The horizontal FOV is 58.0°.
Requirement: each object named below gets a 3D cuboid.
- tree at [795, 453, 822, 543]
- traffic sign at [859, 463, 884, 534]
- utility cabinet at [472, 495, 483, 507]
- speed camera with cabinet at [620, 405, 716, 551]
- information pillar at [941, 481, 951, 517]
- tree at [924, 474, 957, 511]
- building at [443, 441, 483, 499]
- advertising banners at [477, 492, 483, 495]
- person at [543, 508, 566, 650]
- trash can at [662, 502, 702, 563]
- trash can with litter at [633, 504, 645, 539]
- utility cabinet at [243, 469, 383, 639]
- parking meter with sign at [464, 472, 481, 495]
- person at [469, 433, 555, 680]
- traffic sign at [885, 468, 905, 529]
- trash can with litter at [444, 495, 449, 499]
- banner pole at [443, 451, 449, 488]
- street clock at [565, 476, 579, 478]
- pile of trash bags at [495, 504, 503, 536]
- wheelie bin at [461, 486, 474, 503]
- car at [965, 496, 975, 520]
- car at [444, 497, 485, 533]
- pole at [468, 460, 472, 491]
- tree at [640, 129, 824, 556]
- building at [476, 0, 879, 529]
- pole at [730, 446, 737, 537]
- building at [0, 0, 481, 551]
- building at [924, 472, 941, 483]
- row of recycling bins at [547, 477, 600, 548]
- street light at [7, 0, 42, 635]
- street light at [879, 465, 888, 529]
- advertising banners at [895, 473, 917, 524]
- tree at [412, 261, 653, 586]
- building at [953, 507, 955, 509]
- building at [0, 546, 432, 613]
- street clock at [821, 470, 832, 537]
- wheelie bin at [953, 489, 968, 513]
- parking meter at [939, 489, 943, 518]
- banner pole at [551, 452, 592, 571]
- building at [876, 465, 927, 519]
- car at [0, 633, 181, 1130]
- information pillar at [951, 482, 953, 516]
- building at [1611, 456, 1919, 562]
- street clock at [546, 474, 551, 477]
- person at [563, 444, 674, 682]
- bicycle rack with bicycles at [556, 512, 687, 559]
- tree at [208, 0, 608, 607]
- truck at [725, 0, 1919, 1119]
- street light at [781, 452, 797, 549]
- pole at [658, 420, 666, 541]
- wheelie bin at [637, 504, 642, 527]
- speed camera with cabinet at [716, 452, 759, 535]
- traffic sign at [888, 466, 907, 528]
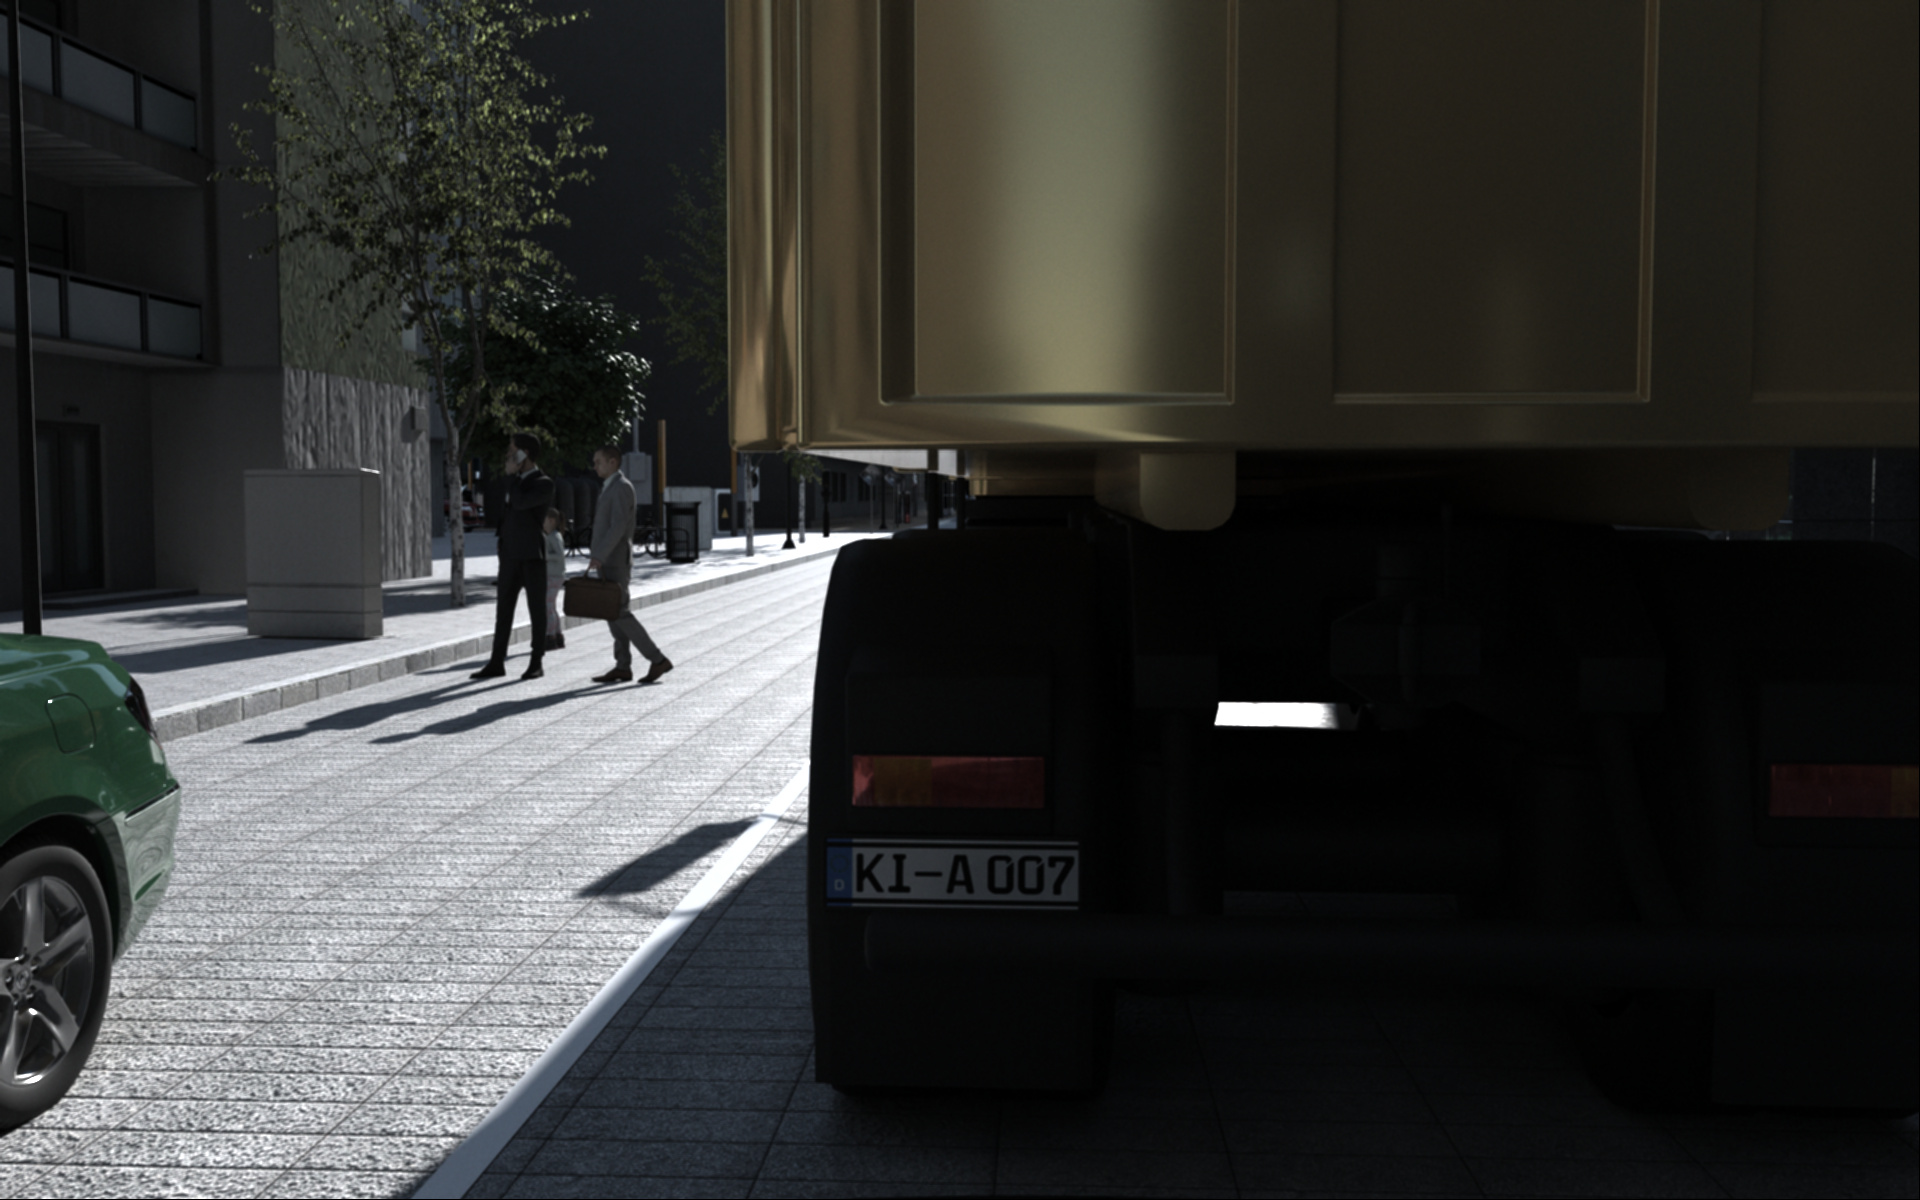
[{"bbox_3d":[-3.917,-5.805,45.282,4.360,8.622,3.978,0,3,0],"label":"tree"},{"bbox_3d":[-2.810,-3.145,55.058,0.795,2.450,0.064,0,4,3],"label":"traffic sign"},{"bbox_3d":[-33.020,-6.605,119.145,1.020,1.237,0.306,0,4,4],"label":"utility cabinet"},{"bbox_3d":[-6.672,-2.739,39.124,2.038,3.252,0.660,-1,4,-23],"label":"speed camera with cabinet"},{"bbox_3d":[-0.861,-5.647,96.812,0.304,2.012,0.304,-2,4,-25],"label":"information pillar"},{"bbox_3d":[-0.076,-13.169,132.317,9.611,12.733,9.660,0,3,0],"label":"tree"},{"bbox_3d":[-53.128,-35.558,205.075,21.600,48.544,21.300,0,4,3],"label":"building"},{"bbox_3d":[-37.084,-8.485,134.918,2.074,3.025,0.090,3,5,44],"label":"advertising banners"},{"bbox_3d":[-3.790,-0.197,15.995,0.394,1.301,0.425,-3,5,-42],"label":"person"},{"bbox_3d":[-5.190,-1.267,32.361,0.748,1.137,0.748,0,3,0],"label":"trash can"},{"bbox_3d":[-8.981,-2.221,47.698,0.624,1.170,1.055,-3,5,-43],"label":"trash can with litter"},{"bbox_3d":[-5.736,-0.410,15.382,1.173,1.500,0.318,1,4,14],"label":"utility cabinet"},{"bbox_3d":[-37.796,-8.387,133.383,0.543,3.016,1.738,3,5,42],"label":"parking meter with sign"},{"bbox_3d":[-3.442,-0.341,13.443,0.648,1.900,0.474,2,4,34],"label":"person"},{"bbox_3d":[-2.389,-3.632,63.032,0.795,2.450,0.064,0,4,3],"label":"traffic sign"},{"bbox_3d":[-26.170,-4.664,87.318,2.233,1.210,1.678,2,4,28],"label":"trash can with litter"},{"bbox_3d":[-26.352,-6.071,89.279,0.401,3.779,0.863,2,4,26],"label":"banner pole"},{"bbox_3d":[-12.543,-3.148,56.034,0.358,2.002,0.471,1,4,18],"label":"street clock"},{"bbox_3d":[-12.658,-2.678,53.542,1.912,1.369,3.447,2,4,26],"label":"pile of trash bags"},{"bbox_3d":[-20.530,-3.905,71.762,0.693,1.594,0.980,-2,4,-29],"label":"wheelie bin"},{"bbox_3d":[1.204,-5.303,99.070,2.083,1.381,4.827,0,4,2],"label":"car"},{"bbox_3d":[-18.991,-3.102,59.398,5.304,1.827,2.281,0,4,2],"label":"car"},{"bbox_3d":[-29.008,-6.653,102.621,0.158,3.312,0.155,0,3,0],"label":"pole"},{"bbox_3d":[-4.333,-5.188,35.180,4.737,8.622,4.395,0,3,0],"label":"tree"},{"bbox_3d":[-10.220,-17.250,75.547,14.314,27.812,24.014,0,4,3],"label":"building"},{"bbox_3d":[-6.825,-3.570,52.221,0.158,3.312,0.155,0,3,0],"label":"pole"},{"bbox_3d":[-21.524,-22.264,47.606,14.086,41.232,14.154,0,4,3],"label":"building"},{"bbox_3d":[-9.665,-15.241,116.635,16.820,18.784,16.811,0,4,3],"label":"building"},{"bbox_3d":[-9.589,-2.118,41.746,1.069,1.692,3.534,1,4,11],"label":"row of recycling bins"},{"bbox_3d":[-5.066,-2.308,10.282,1.470,5.913,1.316,0,4,3],"label":"street light"},{"bbox_3d":[-2.247,-5.523,62.842,1.470,5.913,1.316,0,4,3],"label":"street light"},{"bbox_3d":[-2.326,-4.853,75.541,0.090,3.025,2.074,2,4,29],"label":"advertising banners"},{"bbox_3d":[-6.010,-2.496,24.531,4.285,4.588,4.351,0,3,0],"label":"tree"},{"bbox_3d":[-9.993,-30.471,152.817,22.147,44.769,28.867,0,4,3],"label":"building"},{"bbox_3d":[-15.609,-20.534,19.331,14.154,41.232,14.086,0,4,3],"label":"building"},{"bbox_3d":[-3.977,-2.868,51.461,0.358,2.002,0.471,0,4,-4],"label":"street clock"},{"bbox_3d":[0.044,-6.575,115.406,0.980,1.594,0.693,0,4,-1],"label":"wheelie bin"},{"bbox_3d":[-1.094,-5.078,91.440,0.372,1.533,0.369,0,3,0],"label":"parking meter"},{"bbox_3d":[-6.561,-2.376,28.857,0.863,3.779,0.401,0,4,5],"label":"banner pole"},{"bbox_3d":[-7.231,-14.230,97.295,10.561,19.102,19.286,0,4,3],"label":"building"},{"bbox_3d":[-3.083,0.559,2.656,2.131,1.459,4.920,0,4,3],"label":"car"},{"bbox_3d":[-0.586,-5.977,102.221,0.304,2.012,0.304,2,4,27],"label":"information pillar"},{"bbox_3d":[11.725,-12.337,19.727,12.078,24.808,19.932,0,4,3],"label":"building"},{"bbox_3d":[-14.871,-3.563,62.826,0.358,2.002,0.471,2,4,33],"label":"street clock"},{"bbox_3d":[-2.639,-0.280,13.202,0.853,1.813,0.709,-2,4,-24],"label":"person"},{"bbox_3d":[-6.790,-1.297,34.581,2.925,0.926,2.852,-2,4,-29],"label":"bicycle rack with bicycles"},{"bbox_3d":[-5.814,-4.218,19.323,4.360,8.622,3.978,0,3,0],"label":"tree"},{"bbox_3d":[1.167,-0.719,7.674,3.469,3.379,9.791,0,4,4],"label":"truck"},{"bbox_3d":[-3.474,-4.154,40.452,1.470,5.913,1.316,0,4,3],"label":"street light"},{"bbox_3d":[-8.196,-3.291,47.650,0.158,3.312,0.155,0,3,0],"label":"pole"},{"bbox_3d":[-9.891,-2.689,51.880,0.693,1.594,0.980,1,4,12],"label":"wheelie bin"},{"bbox_3d":[-7.227,-3.689,54.650,0.660,3.252,2.038,3,4,36],"label":"speed camera with cabinet"},{"bbox_3d":[-2.363,-3.995,65.431,0.768,2.556,0.104,1,4,12],"label":"traffic sign"}]
